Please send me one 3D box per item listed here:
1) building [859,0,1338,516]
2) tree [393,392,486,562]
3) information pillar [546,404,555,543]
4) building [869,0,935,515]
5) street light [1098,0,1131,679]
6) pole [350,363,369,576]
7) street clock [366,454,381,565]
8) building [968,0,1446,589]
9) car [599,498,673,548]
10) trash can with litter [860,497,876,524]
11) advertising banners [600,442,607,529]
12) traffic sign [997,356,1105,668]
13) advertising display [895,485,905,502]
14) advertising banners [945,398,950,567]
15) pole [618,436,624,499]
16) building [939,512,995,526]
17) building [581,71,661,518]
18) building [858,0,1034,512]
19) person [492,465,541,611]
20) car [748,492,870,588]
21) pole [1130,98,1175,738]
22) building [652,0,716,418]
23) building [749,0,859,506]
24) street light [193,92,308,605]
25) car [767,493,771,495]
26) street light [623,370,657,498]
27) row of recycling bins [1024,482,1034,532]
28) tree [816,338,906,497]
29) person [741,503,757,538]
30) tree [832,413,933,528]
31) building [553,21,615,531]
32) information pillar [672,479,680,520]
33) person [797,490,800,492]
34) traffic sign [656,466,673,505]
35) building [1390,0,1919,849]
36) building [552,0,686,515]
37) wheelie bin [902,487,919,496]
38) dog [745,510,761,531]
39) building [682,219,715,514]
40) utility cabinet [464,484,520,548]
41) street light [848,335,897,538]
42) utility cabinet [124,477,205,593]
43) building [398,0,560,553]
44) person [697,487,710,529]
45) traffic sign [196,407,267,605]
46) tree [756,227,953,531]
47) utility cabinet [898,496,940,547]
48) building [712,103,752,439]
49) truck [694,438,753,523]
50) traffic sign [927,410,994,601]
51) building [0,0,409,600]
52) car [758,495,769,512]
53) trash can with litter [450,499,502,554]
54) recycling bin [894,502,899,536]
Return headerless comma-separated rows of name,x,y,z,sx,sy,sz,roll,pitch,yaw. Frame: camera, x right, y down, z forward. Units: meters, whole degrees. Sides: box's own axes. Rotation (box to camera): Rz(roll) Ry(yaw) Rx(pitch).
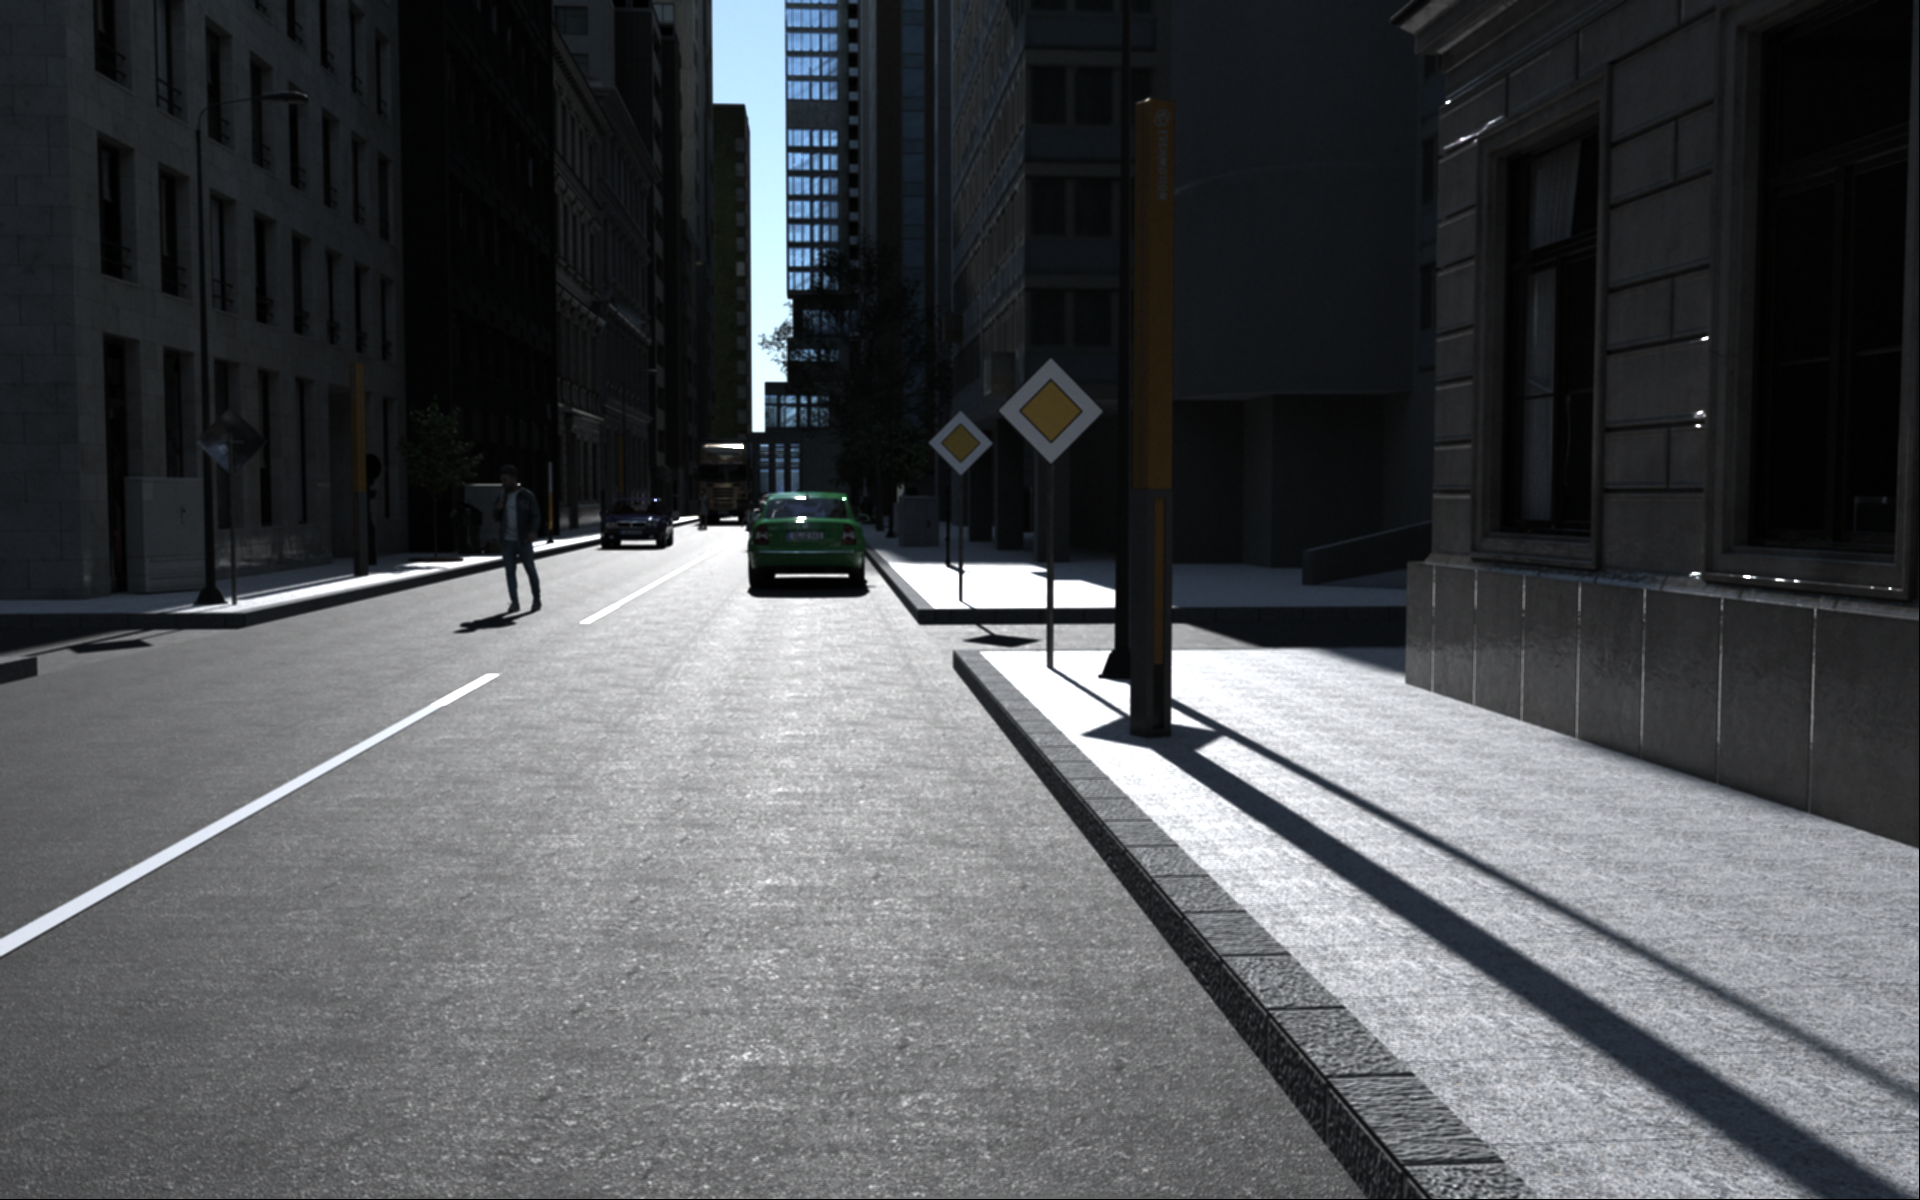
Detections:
building,8.672,-26.794,129.967,32.217,40.220,23.993,0,4,-5
tree,-9.899,-2.354,33.084,1.663,3.219,1.824,0,3,0
information pillar,-10.670,-3.284,45.040,0.183,3.616,0.504,-1,4,-17
building,1.365,-28.133,110.086,14.600,45.320,14.200,0,4,-5
street light,0.602,-2.409,11.935,1.470,5.913,1.316,0,4,-5
pole,-9.425,-2.038,27.164,0.158,3.312,0.155,0,3,0
street clock,-10.671,-1.629,31.210,0.358,2.002,0.471,2,4,30
building,12.142,-21.159,37.836,23.993,40.220,32.217,0,4,-5
car,-8.832,-2.134,47.467,1.945,1.354,3.894,0,4,-5
trash can with litter,-3.813,-3.834,74.073,0.624,1.170,1.055,-3,5,-39
advertising banners,-12.264,-3.877,59.575,0.090,3.025,2.074,-1,4,-16
traffic sign,0.662,-0.556,12.738,0.795,2.450,0.064,0,4,-5
advertising display,-3.247,-5.399,93.491,0.123,1.923,0.974,2,4,24
advertising banners,-0.212,-2.144,31.240,0.090,3.025,2.074,0,4,0
pole,-11.868,-4.086,60.653,0.158,3.312,0.155,0,3,0
building,9.273,-33.011,81.735,21.231,58.520,28.212,0,4,-5
building,-20.897,-15.044,82.132,11.583,22.565,21.152,0,4,-5
building,1.322,-37.569,156.256,21.231,58.520,28.212,0,4,-5
person,-5.435,-0.757,21.224,0.623,1.781,0.721,0,4,-3
car,-2.429,-1.172,27.956,1.959,1.807,4.718,0,4,-3
pole,1.012,-0.933,9.105,0.158,3.312,0.155,0,3,0
building,-35.588,-34.487,153.098,27.495,52.752,28.713,0,4,-5
building,-7.301,-53.647,189.800,31.000,86.520,22.319,0,4,-5
street light,-8.224,-2.910,20.116,1.470,5.913,1.316,0,4,-5
car,-15.846,-8.427,147.374,1.945,1.707,3.694,0,4,-4
street light,-12.024,-5.648,64.878,1.470,5.913,1.316,0,4,-5
row of recycling bins,2.828,-3.195,59.350,1.069,1.692,3.534,3,4,38
tree,-4.490,-7.928,79.987,4.360,8.622,3.978,0,3,0
person,-5.429,-1.905,44.654,0.505,1.210,0.382,1,4,17
tree,-2.558,-5.081,66.782,4.285,4.588,4.351,0,3,0
building,-18.764,-12.082,62.165,10.561,19.102,19.286,0,4,-5
information pillar,-13.857,-4.890,84.447,0.304,2.012,0.304,0,4,5
person,-10.754,-6.527,116.016,0.445,1.727,0.742,3,5,41
traffic sign,-13.266,-4.747,77.715,0.768,2.556,0.104,0,4,-1
building,8.452,-8.433,2.512,10.561,19.102,19.286,0,4,-5
building,-23.770,-20.145,101.068,14.160,30.474,14.107,0,4,-5
wheelie bin,-2.376,-4.581,82.807,0.980,1.594,0.693,-3,5,-39
dog,-8.160,-3.088,67.320,0.800,0.831,0.513,1,4,9
building,-32.126,-16.951,122.190,27.650,21.520,28.899,0,4,-5
utility cabinet,-10.343,-1.814,38.331,1.173,1.500,0.318,0,4,7
street light,-2.572,-4.784,50.765,1.470,5.913,1.316,0,4,-5
utility cabinet,-10.334,-0.854,22.649,0.318,1.500,1.173,1,4,18
building,-17.867,-13.140,44.522,12.332,23.373,15.834,0,4,-5
person,-10.503,-3.763,71.033,0.522,1.701,0.512,0,4,4
traffic sign,-8.412,-1.002,20.025,0.795,2.450,0.064,0,4,-5
tree,-2.783,-7.683,60.034,8.767,10.594,7.601,0,4,-7
utility cabinet,-0.997,-1.911,42.404,1.020,1.237,0.306,-2,4,-35
building,-29.373,-30.639,184.548,14.086,41.232,14.154,0,4,-5
truck,-11.984,-6.122,89.011,2.839,4.237,11.283,0,4,-6
traffic sign,0.006,-1.043,20.696,0.795,2.450,0.064,0,4,-5
building,-16.499,-10.618,28.356,10.420,20.320,16.860,0,4,-5
car,-15.280,-7.813,140.109,2.083,1.381,4.827,0,4,-5
trash can with litter,-10.332,-1.574,37.128,1.055,1.170,0.624,-3,5,-40
recycling bin,-1.627,-2.467,52.887,0.722,1.027,0.722,0,4,6
